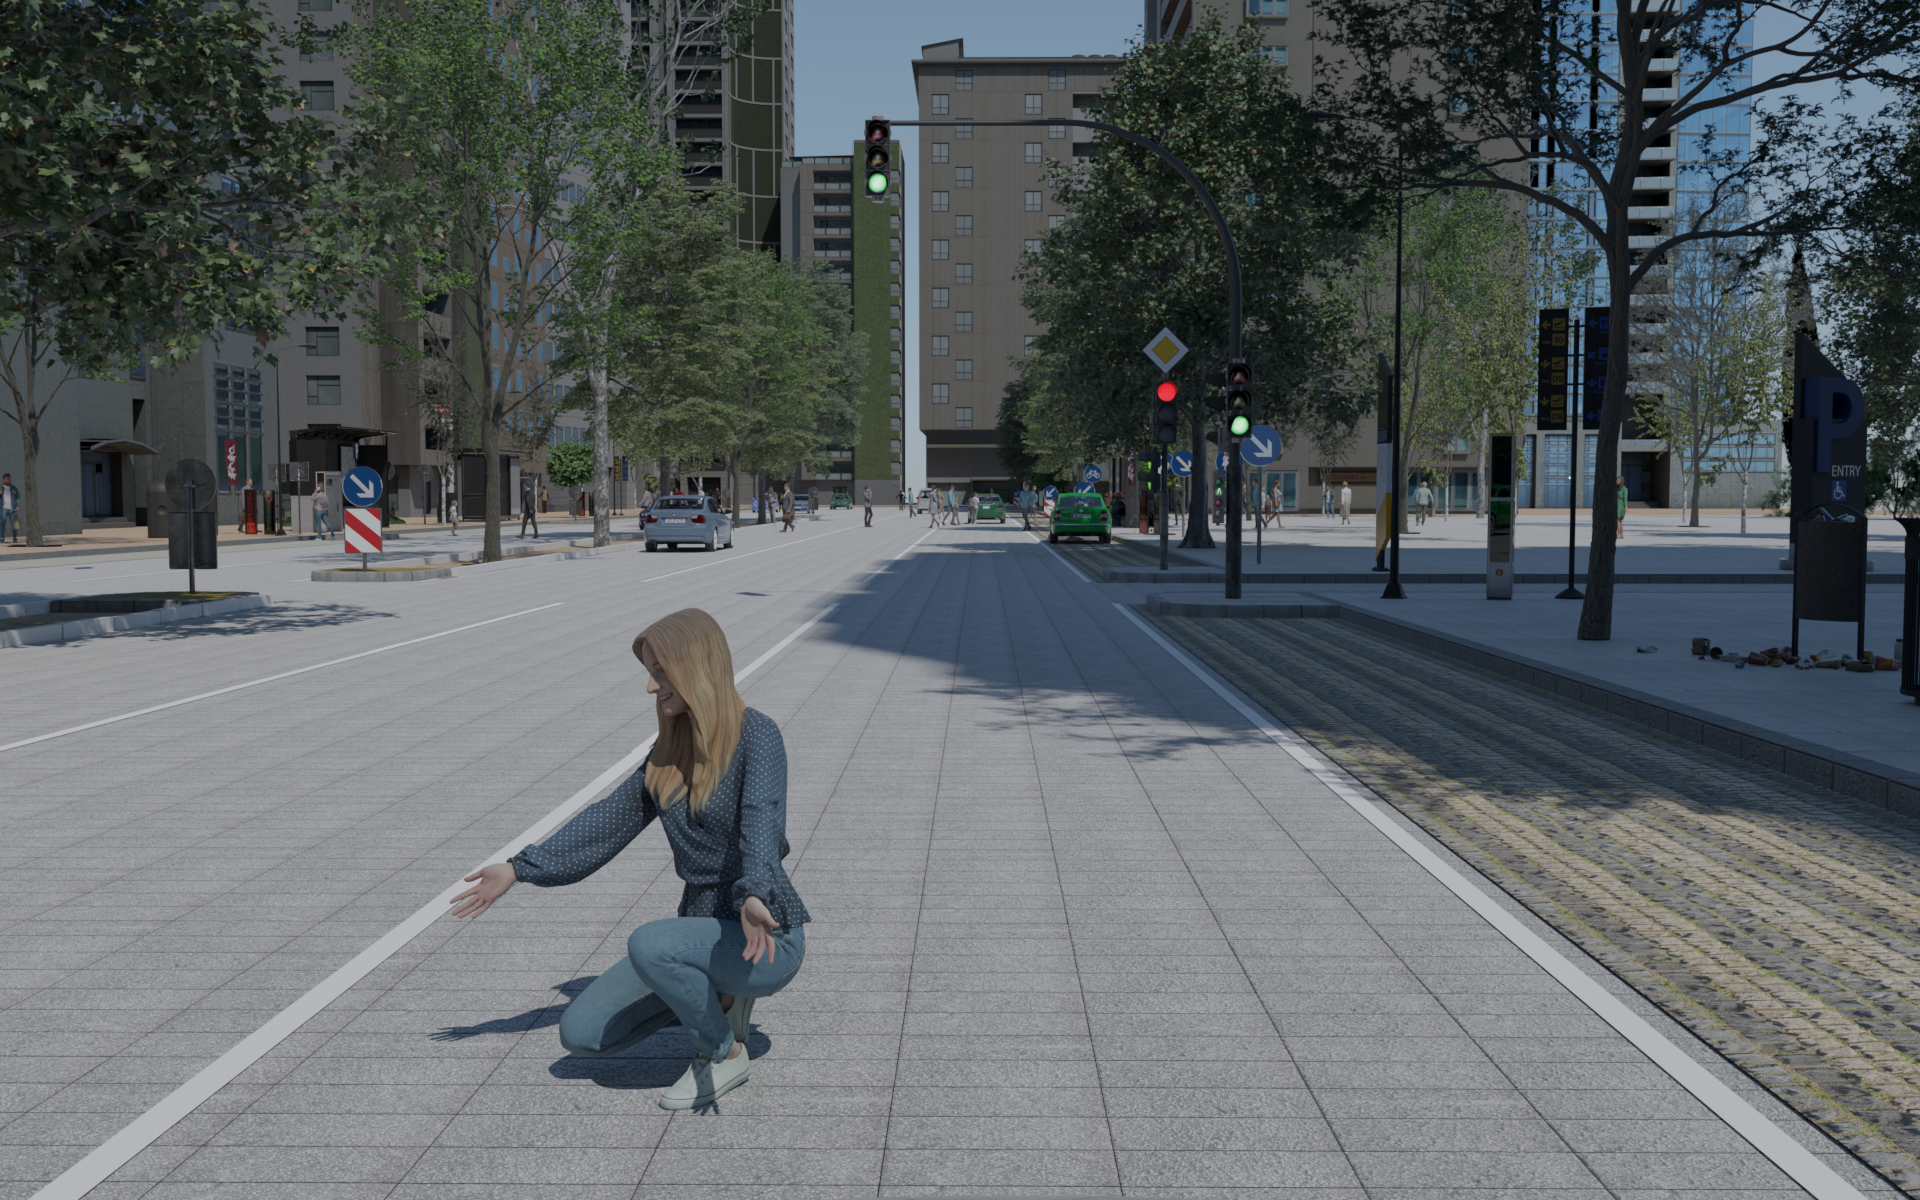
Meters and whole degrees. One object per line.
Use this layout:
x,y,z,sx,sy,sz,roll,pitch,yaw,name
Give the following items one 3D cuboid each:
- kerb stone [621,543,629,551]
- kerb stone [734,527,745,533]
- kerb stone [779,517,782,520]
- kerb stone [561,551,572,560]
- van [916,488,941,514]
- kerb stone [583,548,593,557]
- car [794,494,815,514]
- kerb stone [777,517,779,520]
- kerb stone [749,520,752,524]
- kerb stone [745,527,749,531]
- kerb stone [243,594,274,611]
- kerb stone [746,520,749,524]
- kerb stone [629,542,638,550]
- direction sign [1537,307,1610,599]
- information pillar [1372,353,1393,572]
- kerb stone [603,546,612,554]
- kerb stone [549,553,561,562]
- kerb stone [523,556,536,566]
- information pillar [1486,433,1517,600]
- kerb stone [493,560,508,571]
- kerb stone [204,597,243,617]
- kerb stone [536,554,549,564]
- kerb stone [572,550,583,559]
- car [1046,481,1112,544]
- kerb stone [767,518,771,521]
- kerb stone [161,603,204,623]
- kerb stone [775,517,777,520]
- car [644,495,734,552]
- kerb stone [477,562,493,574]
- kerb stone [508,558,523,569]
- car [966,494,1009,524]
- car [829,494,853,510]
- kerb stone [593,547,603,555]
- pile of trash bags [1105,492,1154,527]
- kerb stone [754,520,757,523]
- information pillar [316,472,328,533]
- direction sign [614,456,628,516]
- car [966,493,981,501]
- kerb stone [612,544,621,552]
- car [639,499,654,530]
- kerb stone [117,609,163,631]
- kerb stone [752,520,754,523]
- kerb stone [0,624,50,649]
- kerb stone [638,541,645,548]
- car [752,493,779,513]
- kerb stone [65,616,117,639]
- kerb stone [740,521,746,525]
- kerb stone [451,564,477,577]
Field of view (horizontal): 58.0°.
-8.600,-1.323,43.819,0.120,0.150,1.000,0,4,1,kerb stone
-8.318,-2.631,65.339,0.120,0.150,1.000,0,4,1,kerb stone
-10.041,-4.522,96.159,0.120,0.150,1.000,0,4,1,kerb stone
-8.667,-0.944,37.675,0.120,0.150,1.000,0,4,1,kerb stone
-2.219,-7.240,125.393,2.013,2.044,4.112,0,4,1,van
-8.639,-1.072,39.719,0.120,0.150,1.000,0,4,1,kerb stone
-11.649,-7.035,127.018,2.014,1.417,4.499,0,4,2,car
-10.072,-4.396,94.104,0.120,0.150,1.000,0,4,1,kerb stone
-10.212,-3.708,82.824,0.120,0.150,1.000,0,4,1,kerb stone
-8.310,-2.701,66.361,0.120,0.150,1.000,0,4,1,kerb stone
-8.871,0.032,21.721,0.120,0.150,1.000,0,4,1,kerb stone
-10.223,-3.645,81.784,0.120,0.150,1.000,0,4,1,kerb stone
-8.572,-1.384,44.841,0.120,0.150,1.000,0,4,1,kerb stone
7.499,-1.783,21.146,0.876,3.537,0.379,1,4,23,direction sign
6.996,-2.276,28.573,0.183,3.616,0.504,0,4,-7,information pillar
-8.619,-1.194,41.768,0.120,0.150,1.000,0,4,1,kerb stone
-8.681,-0.884,36.652,0.120,0.150,1.000,0,4,1,kerb stone
-8.709,-0.757,34.608,0.120,0.150,1.000,0,4,1,kerb stone
6.563,-1.009,20.995,0.304,2.012,0.304,1,4,21,information pillar
-8.737,-0.633,32.546,0.120,0.150,1.000,0,4,1,kerb stone
-8.878,0.092,20.695,0.120,0.150,1.000,0,4,1,kerb stone
-8.687,-0.818,35.630,0.120,0.150,1.000,0,4,1,kerb stone
-8.652,-1.009,38.697,0.120,0.150,1.000,0,4,1,kerb stone
3.525,-2.592,51.178,1.959,1.807,4.718,0,4,3,car
-10.092,-4.273,92.055,0.120,0.150,1.000,0,4,1,kerb stone
-8.894,0.155,19.667,0.120,0.150,1.000,0,4,1,kerb stone
-10.086,-4.335,93.077,0.120,0.150,1.000,0,4,1,kerb stone
-6.887,-1.968,44.186,2.014,1.417,4.499,0,4,1,car
-8.745,-0.570,31.515,0.120,0.150,1.000,0,4,1,kerb stone
-8.721,-0.696,33.580,0.120,0.150,1.000,0,4,1,kerb stone
1.324,-4.463,84.764,2.131,1.459,4.920,0,4,2,car
-11.042,-9.140,161.244,2.131,1.459,4.920,0,4,2,car
-8.630,-1.135,40.745,0.120,0.150,1.000,0,4,1,kerb stone
6.808,-3.629,69.084,1.912,1.369,3.447,-1,4,-16,pile of trash bags
-10.180,-3.832,84.871,0.120,0.150,1.000,0,4,1,kerb stone
-21.051,-3.219,57.124,0.304,2.012,0.304,-1,4,-12,information pillar
-20.285,-6.828,103.630,0.876,3.537,0.379,0,4,-2,direction sign
1.606,-8.671,150.816,2.155,1.783,4.494,0,4,1,car
-8.605,-1.260,42.790,0.120,0.150,1.000,0,4,1,kerb stone
-11.844,-3.523,70.176,1.945,1.354,3.894,0,4,2,car
-8.899,0.228,18.637,0.120,0.150,1.000,0,4,1,kerb stone
-10.208,-3.771,83.846,0.120,0.150,1.000,0,4,1,kerb stone
-8.929,0.344,16.591,0.120,0.150,1.000,0,4,1,kerb stone
-8.569,-1.448,45.864,0.120,0.150,1.000,0,4,1,kerb stone
-15.027,-7.596,133.784,1.945,1.707,3.694,0,4,2,car
-8.910,0.280,17.612,0.120,0.150,1.000,0,4,1,kerb stone
-10.243,-3.580,80.761,0.120,0.150,1.000,0,4,1,kerb stone
-8.750,-0.507,30.493,0.120,0.150,1.000,0,4,1,kerb stone
